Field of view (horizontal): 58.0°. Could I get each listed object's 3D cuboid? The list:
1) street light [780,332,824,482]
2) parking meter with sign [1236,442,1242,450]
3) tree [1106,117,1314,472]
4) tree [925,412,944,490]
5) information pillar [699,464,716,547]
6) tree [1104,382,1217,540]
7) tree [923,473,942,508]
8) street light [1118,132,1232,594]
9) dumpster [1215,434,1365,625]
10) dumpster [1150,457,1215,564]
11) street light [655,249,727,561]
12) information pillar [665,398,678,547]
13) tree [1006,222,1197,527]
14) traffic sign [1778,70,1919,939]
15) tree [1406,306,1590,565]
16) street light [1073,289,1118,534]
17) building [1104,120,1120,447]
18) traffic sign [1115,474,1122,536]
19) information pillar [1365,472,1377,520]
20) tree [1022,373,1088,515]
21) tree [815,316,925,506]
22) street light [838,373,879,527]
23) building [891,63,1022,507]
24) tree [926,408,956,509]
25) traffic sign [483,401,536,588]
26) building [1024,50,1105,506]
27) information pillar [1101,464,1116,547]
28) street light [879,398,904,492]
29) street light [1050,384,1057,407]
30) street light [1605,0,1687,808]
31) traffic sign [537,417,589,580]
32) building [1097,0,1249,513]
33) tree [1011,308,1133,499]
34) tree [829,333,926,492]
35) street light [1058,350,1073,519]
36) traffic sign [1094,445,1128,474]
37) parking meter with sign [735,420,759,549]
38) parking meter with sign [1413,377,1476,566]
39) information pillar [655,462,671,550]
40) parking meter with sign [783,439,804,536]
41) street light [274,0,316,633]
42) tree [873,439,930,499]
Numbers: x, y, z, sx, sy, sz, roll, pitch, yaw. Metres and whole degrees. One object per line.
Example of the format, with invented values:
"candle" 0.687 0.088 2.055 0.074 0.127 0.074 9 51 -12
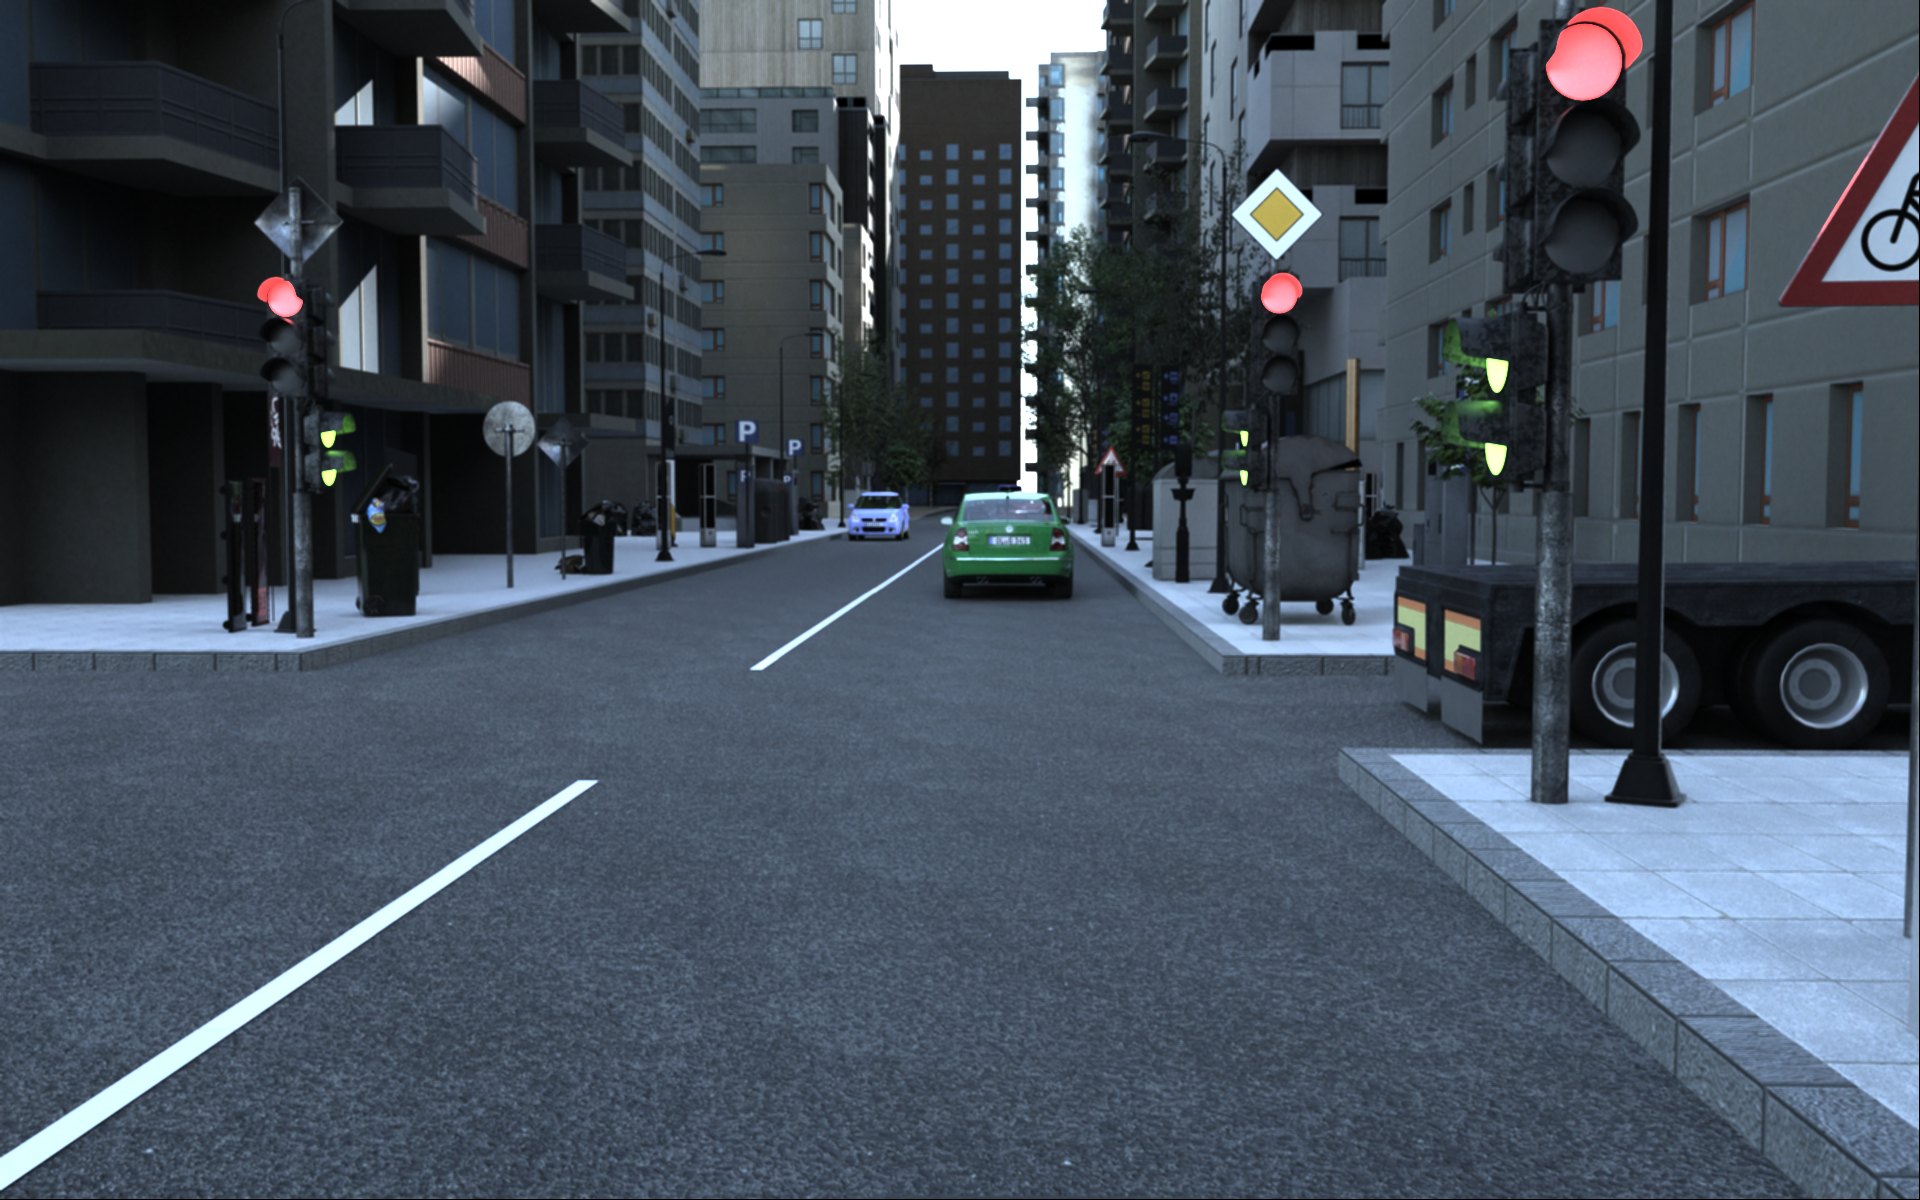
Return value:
"street light" -4.586 -4.723 49.761 1.470 5.913 1.316 0 4 2
"parking meter with sign" 10.109 -3.766 57.843 1.738 3.016 0.543 0 4 -4
"tree" 4.767 -5.180 35.052 4.360 8.622 3.978 0 3 0
"tree" -3.339 -9.843 111.294 4.737 8.622 4.395 0 3 0
"information pillar" -6.100 -2.287 41.883 0.304 2.012 0.304 -2 4 -31
"tree" 5.573 -3.981 48.798 4.285 4.588 4.351 0 3 0
"tree" -2.352 -10.224 161.765 1.663 3.219 1.824 0 3 0
"street light" 2.850 -3.047 22.363 1.470 5.913 1.316 0 4 2
"dumpster" 3.367 -0.727 17.646 1.264 1.857 1.865 0 4 2
"dumpster" 3.782 -1.372 28.187 1.264 1.857 1.865 0 4 2
"street light" -5.119 -3.696 32.973 1.470 5.913 1.316 0 4 2
"information pillar" -7.053 -3.094 41.940 0.183 3.616 0.504 1 4 20
"tree" 5.516 -8.675 67.584 9.928 11.665 9.643 0 3 0
"traffic sign" 2.767 -0.302 4.938 0.884 2.594 0.081 0 4 5
"tree" 5.441 -1.433 18.038 1.663 3.219 1.824 0 3 0
"street light" 3.384 -4.082 39.283 1.470 5.913 1.316 0 4 2
"building" 18.112 -22.208 134.797 14.160 30.474 14.107 0 4 2
"traffic sign" 4.784 -3.212 52.621 0.768 2.556 0.104 0 4 4
"information pillar" 13.997 -3.335 59.019 0.304 2.012 0.304 3 4 36
"tree" 6.025 -9.437 104.654 4.737 8.622 4.395 0 3 0
"tree" -4.319 -7.471 72.513 4.737 8.622 4.395 0 3 0
"street light" -4.008 -5.749 66.534 1.470 5.913 1.316 0 4 2
"building" -0.546 -32.635 183.699 14.200 45.320 14.600 0 4 2
"tree" -2.466 -12.144 148.922 4.360 8.622 3.978 0 3 0
"traffic sign" -6.163 -1.440 23.656 0.768 2.556 0.104 1 4 10
"building" 22.208 -34.721 187.290 30.456 49.044 23.786 0 4 2
"information pillar" 3.617 -2.309 42.245 0.304 2.012 0.304 0 4 -5
"street light" -3.383 -6.803 83.774 1.470 5.913 1.316 0 4 2
"street light" 4.589 -6.165 73.332 1.470 5.913 1.316 0 4 2
"street light" 2.334 -2.114 7.104 1.470 5.913 1.316 0 4 2
"traffic sign" -5.936 -1.511 25.892 0.795 2.450 0.064 0 4 4
"building" 20.373 -27.989 112.245 22.147 44.769 28.867 0 4 2
"tree" 6.015 -9.047 82.324 7.601 10.594 8.767 1 4 15
"tree" -4.048 -7.867 78.984 4.360 8.622 3.978 0 3 0
"street light" 4.003 -5.108 56.055 1.470 5.913 1.316 0 4 2
"traffic sign" 4.026 -2.825 46.188 0.884 2.594 0.081 0 4 4
"parking meter with sign" -5.131 -2.764 41.457 0.543 3.016 1.738 -1 4 -10
"parking meter with sign" 7.344 -1.823 26.066 0.543 3.016 1.738 -1 4 -10
"information pillar" -6.773 -2.145 39.555 0.304 2.012 0.304 0 4 -2
"parking meter with sign" -5.321 -3.522 53.846 0.543 3.016 1.738 1 4 9
"street light" -5.653 -2.653 15.923 1.470 5.913 1.316 0 4 2
"tree" -3.479 -7.081 99.493 4.285 4.588 4.351 0 3 0
